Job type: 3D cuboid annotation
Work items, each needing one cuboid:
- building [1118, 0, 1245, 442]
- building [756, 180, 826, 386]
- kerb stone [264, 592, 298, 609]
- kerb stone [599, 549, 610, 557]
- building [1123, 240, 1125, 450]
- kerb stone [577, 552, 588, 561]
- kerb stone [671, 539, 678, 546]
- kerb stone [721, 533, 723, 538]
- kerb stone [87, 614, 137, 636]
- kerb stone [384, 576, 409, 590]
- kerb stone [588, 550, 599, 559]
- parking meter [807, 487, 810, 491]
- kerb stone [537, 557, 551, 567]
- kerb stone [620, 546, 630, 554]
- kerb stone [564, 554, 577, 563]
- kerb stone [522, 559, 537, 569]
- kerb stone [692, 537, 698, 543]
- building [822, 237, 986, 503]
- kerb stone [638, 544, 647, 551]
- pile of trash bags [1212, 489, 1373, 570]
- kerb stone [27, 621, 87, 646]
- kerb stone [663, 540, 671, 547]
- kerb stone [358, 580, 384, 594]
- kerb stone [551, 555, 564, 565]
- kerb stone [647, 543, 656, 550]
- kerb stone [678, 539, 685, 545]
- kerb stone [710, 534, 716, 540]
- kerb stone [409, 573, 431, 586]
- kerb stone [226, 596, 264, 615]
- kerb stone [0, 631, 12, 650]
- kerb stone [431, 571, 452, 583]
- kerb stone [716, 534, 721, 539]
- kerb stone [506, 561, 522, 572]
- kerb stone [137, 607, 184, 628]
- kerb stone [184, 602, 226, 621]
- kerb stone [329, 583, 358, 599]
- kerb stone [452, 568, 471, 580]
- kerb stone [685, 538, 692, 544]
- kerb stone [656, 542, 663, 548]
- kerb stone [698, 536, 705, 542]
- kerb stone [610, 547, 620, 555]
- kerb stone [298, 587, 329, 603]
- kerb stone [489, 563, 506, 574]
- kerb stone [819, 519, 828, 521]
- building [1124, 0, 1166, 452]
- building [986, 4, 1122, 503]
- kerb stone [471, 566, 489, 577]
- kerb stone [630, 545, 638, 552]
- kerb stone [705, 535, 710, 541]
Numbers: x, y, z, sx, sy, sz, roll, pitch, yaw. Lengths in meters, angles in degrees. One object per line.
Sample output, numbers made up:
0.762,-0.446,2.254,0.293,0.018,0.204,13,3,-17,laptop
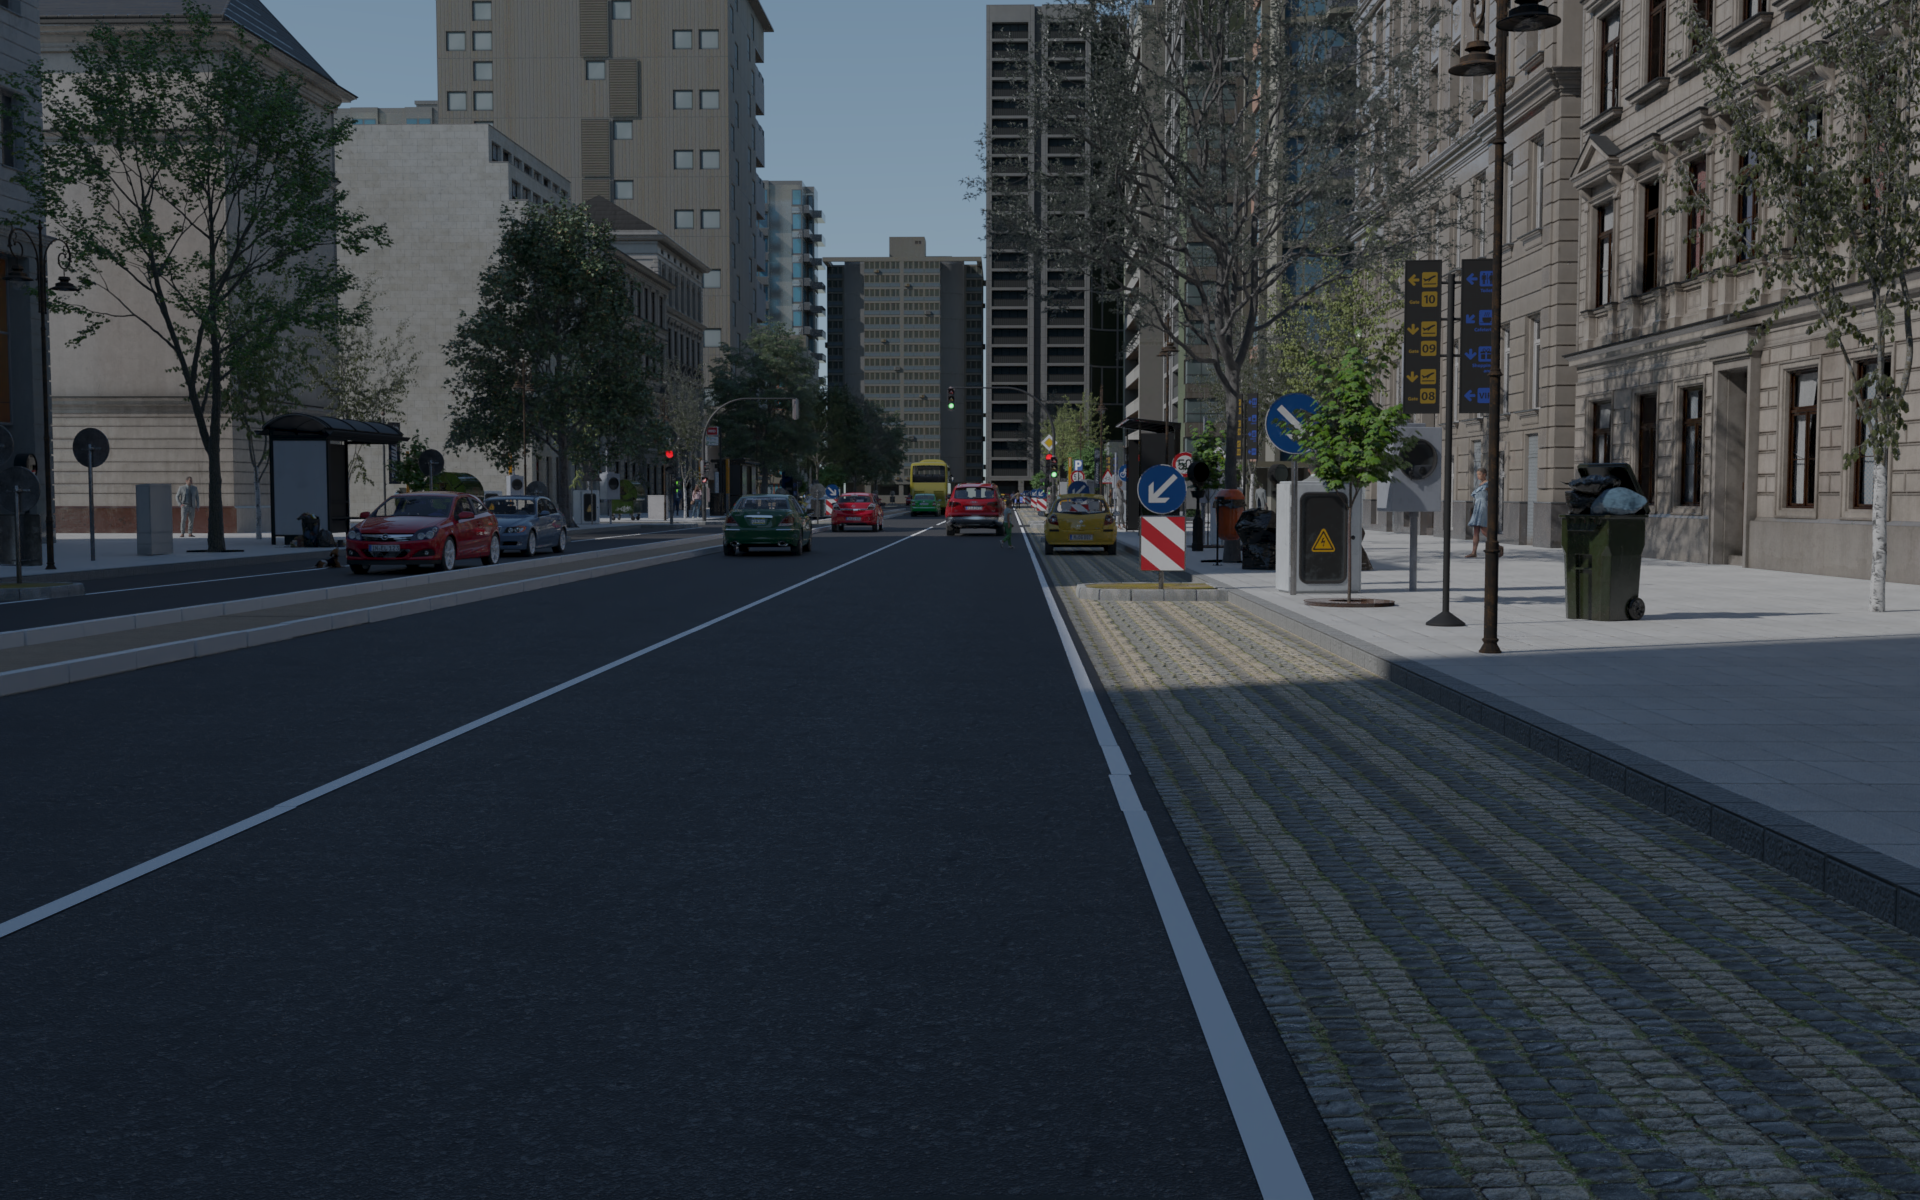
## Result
34.964,-50.056,256.668,20.611,71.187,20.563,0,4,2,building
-35.408,-39.225,260.938,30.456,49.044,23.786,0,4,2,building
-8.668,0.019,21.899,0.120,0.150,1.000,0,4,2,kerb stone
-8.171,-1.048,39.323,0.120,0.150,1.000,0,4,2,kerb stone
24.343,-25.275,184.945,14.160,30.474,14.107,0,4,2,building
-8.242,-0.919,37.280,0.120,0.150,1.000,0,4,2,kerb stone
-7.956,-1.549,47.518,0.120,0.150,1.000,0,4,2,kerb stone
-7.727,-2.051,55.730,0.120,0.150,1.000,0,4,2,kerb stone
-8.787,0.270,17.786,0.120,0.150,1.000,0,4,2,kerb stone
-8.555,-0.232,26.016,0.120,0.150,1.000,0,4,2,kerb stone
-8.215,-0.985,38.301,0.120,0.150,1.000,0,4,2,kerb stone
-13.143,-8.832,150.115,0.399,1.863,0.255,2,4,33,parking meter
-8.327,-0.735,34.205,0.120,0.150,1.000,0,4,2,kerb stone
-8.123,-1.173,41.366,0.120,0.150,1.000,0,4,2,kerb stone
-8.257,-0.858,36.258,0.120,0.150,1.000,0,4,2,kerb stone
-8.357,-0.672,33.176,0.120,0.150,1.000,0,4,2,kerb stone
-7.868,-1.731,50.584,0.120,0.150,1.000,0,4,2,kerb stone
-8.087,-35.012,264.327,23.993,40.220,32.217,0,4,2,building
-8.072,-1.296,43.418,0.120,0.150,1.000,0,4,2,kerb stone
5.519,-1.236,29.964,1.912,1.369,3.447,-2,4,-30,pile of trash bags
-8.806,0.332,16.764,0.120,0.150,1.000,0,4,2,kerb stone
-7.983,-1.486,46.493,0.120,0.150,1.000,0,4,2,kerb stone
-8.583,-0.171,24.993,0.120,0.150,1.000,0,4,2,kerb stone
-8.297,-0.797,35.226,0.120,0.150,1.000,0,4,2,kerb stone
-8.038,-1.361,44.443,0.120,0.150,1.000,0,4,2,kerb stone
-7.929,-1.611,48.541,0.120,0.150,1.000,0,4,2,kerb stone
-7.781,-1.926,53.678,0.120,0.150,1.000,0,4,2,kerb stone
-8.525,-0.296,27.037,0.120,0.150,1.000,0,4,2,kerb stone
-8.689,0.082,20.873,0.120,0.150,1.000,0,4,2,kerb stone
-8.845,0.395,15.730,0.120,0.150,1.000,0,4,2,kerb stone
-8.492,-0.359,28.064,0.120,0.150,1.000,0,4,2,kerb stone
-7.759,-1.989,54.708,0.120,0.150,1.000,0,4,2,kerb stone
-8.382,-0.609,32.155,0.120,0.150,1.000,0,4,2,kerb stone
-8.754,0.207,18.807,0.120,0.150,1.000,0,4,2,kerb stone
-8.729,0.144,19.841,0.120,0.150,1.000,0,4,2,kerb stone
-8.612,-0.109,23.970,0.120,0.150,1.000,0,4,2,kerb stone
-8.469,-0.421,29.086,0.120,0.150,1.000,0,4,2,kerb stone
-7.901,-1.671,49.563,0.120,0.150,1.000,0,4,2,kerb stone
-8.014,-1.424,45.472,0.120,0.150,1.000,0,4,2,kerb stone
-7.837,-1.800,51.618,0.120,0.150,1.000,0,4,2,kerb stone
-8.152,-1.110,40.344,0.120,0.150,1.000,0,4,2,kerb stone
-8.650,-0.045,22.933,0.120,0.150,1.000,0,4,2,kerb stone
-8.411,-0.545,31.133,0.120,0.150,1.000,0,4,2,kerb stone
-6.859,-3.963,87.011,0.120,0.150,1.000,0,4,2,kerb stone
27.207,-33.198,166.487,21.300,48.544,21.600,0,4,2,building
14.254,-50.056,256.664,20.611,71.187,20.563,0,4,2,building
-8.440,-0.484,30.112,0.120,0.150,1.000,0,4,2,kerb stone
-8.105,-1.235,42.390,0.120,0.150,1.000,0,4,2,kerb stone
-7.811,-1.862,52.640,0.120,0.150,1.000,0,4,2,kerb stone
